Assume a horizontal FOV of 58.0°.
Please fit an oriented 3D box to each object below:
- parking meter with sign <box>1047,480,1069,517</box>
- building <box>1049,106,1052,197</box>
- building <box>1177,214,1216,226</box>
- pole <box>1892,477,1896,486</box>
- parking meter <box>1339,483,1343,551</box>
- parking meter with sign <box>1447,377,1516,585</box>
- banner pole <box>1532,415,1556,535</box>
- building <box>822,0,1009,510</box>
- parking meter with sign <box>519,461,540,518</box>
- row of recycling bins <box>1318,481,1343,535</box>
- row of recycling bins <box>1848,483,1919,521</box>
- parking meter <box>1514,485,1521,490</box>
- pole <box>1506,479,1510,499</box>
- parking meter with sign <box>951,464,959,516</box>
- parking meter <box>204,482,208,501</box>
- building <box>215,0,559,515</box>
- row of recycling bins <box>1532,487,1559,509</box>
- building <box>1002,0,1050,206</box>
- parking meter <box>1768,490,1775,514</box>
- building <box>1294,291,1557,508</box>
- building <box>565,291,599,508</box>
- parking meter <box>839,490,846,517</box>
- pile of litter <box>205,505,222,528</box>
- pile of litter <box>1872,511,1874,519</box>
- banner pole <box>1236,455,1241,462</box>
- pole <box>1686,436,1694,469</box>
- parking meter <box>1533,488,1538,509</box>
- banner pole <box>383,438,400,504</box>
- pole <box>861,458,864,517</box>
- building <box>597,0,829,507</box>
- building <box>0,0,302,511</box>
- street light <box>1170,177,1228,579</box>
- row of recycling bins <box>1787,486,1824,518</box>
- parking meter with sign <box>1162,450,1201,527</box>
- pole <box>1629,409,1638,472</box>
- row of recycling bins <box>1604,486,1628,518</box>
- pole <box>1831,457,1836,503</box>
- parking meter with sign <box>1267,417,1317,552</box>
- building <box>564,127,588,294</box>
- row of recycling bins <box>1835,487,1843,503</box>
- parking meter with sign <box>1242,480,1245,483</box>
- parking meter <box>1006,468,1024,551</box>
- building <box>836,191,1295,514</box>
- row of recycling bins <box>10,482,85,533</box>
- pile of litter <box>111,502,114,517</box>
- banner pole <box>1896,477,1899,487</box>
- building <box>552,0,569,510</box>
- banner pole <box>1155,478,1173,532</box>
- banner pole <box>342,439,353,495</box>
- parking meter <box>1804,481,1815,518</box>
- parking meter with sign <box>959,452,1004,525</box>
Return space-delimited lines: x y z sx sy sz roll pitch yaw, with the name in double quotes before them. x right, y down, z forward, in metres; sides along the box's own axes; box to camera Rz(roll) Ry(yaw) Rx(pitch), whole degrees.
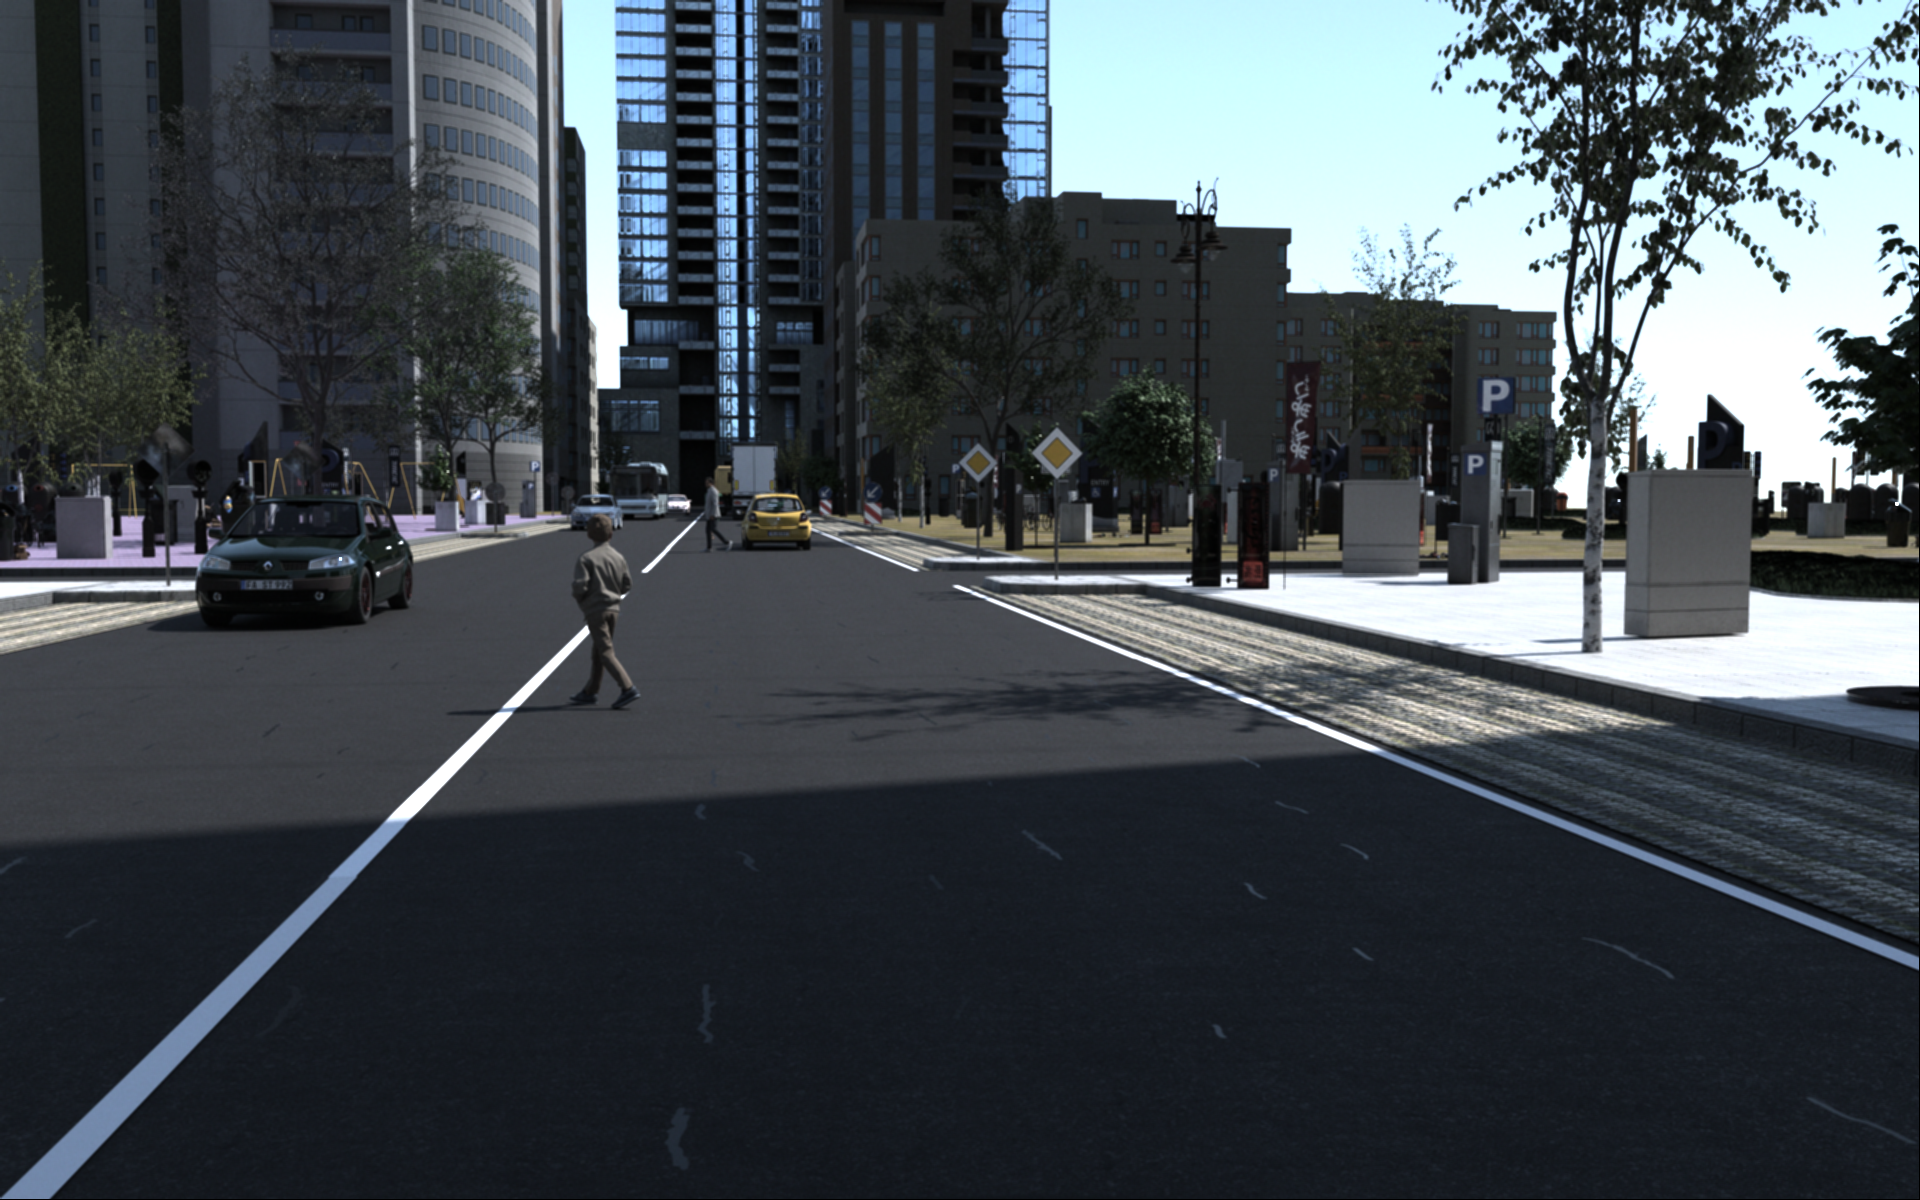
"parking meter with sign" 5.693 -6.117 96.279 1.738 3.016 0.543 0 4 1
"building" -1.460 -35.599 205.748 21.600 48.544 21.300 0 4 -8
"building" 17.913 -24.959 179.788 14.107 30.474 14.160 0 4 -8
"pole" 37.812 -4.666 70.124 0.158 3.312 0.155 0 3 0
"parking meter" 8.806 -1.892 39.350 0.372 1.533 0.369 0 3 0
"parking meter with sign" 7.571 -1.772 25.241 0.543 3.016 1.738 2 4 32
"banner pole" 18.424 -3.946 54.539 0.401 3.779 0.863 -2 4 -29
"building" -4.109 -30.255 144.772 14.600 45.320 14.200 0 4 -8
"parking meter with sign" -23.088 -5.899 92.715 0.543 3.016 1.738 -3 4 -38
"row of recycling bins" 12.451 -3.015 56.404 1.069 1.692 3.534 2 4 24
"row of recycling bins" 35.010 -3.506 64.434 3.534 1.692 1.069 3 4 37
"parking meter" 34.049 -6.121 105.781 0.399 1.863 0.255 0 4 2
"pole" 31.391 -6.442 99.165 0.158 3.312 0.155 0 3 0
"parking meter with sign" -0.019 -6.403 100.947 0.543 3.016 1.738 1 4 15
"parking meter" -37.718 -4.931 86.335 0.399 1.863 0.255 2 4 30
"building" -39.747 -35.228 117.983 21.231 58.520 28.212 0 4 -8
"row of recycling bins" 35.531 -6.015 105.454 1.069 1.692 3.534 0 4 2
"building" -3.025 -52.220 166.470 22.319 86.520 31.000 0 4 -8
"parking meter" 52.425 -6.330 111.913 0.372 1.533 0.369 0 3 0
"building" 40.207 -20.227 175.758 28.899 21.520 27.650 0 4 -8
"building" -49.982 -19.515 164.113 28.899 21.520 27.650 0 4 -8
"parking meter" -6.699 -5.526 98.757 0.372 1.533 0.369 0 3 0
"pile of litter" -28.919 -3.218 66.576 1.719 0.858 1.176 -1 4 -18
"pile of litter" 45.953 -4.500 87.548 1.176 0.858 1.719 0 4 -7
"banner pole" 17.709 -7.343 110.080 0.401 3.779 0.863 -1 4 -15
"pole" 25.520 -4.080 60.546 0.158 3.312 0.155 0 3 0
"parking meter" 33.444 -5.803 100.582 0.399 1.863 0.255 3 5 39
"banner pole" -25.578 -5.374 77.874 0.863 3.779 0.401 -2 4 -24
"pole" -5.516 -6.367 97.942 0.158 3.312 0.155 0 3 0
"building" -27.711 -54.351 201.315 31.000 86.520 22.319 0 4 -8
"building" -79.616 -37.895 161.575 28.212 58.520 21.231 0 4 -8
"street light" 3.517 -3.235 25.677 0.468 5.910 1.993 0 4 -8
"row of recycling bins" 41.264 -4.727 84.395 1.069 1.692 3.534 3 5 42
"parking meter with sign" 8.447 -4.323 66.948 1.738 3.016 0.543 -2 4 -28
"pole" 16.211 -2.930 41.746 0.158 3.312 0.155 0 3 0
"row of recycling bins" 34.449 -5.153 91.366 1.069 1.692 3.534 -1 4 -13
"pole" 48.106 -6.210 95.375 0.158 3.312 0.155 0 3 0
"parking meter with sign" 7.232 -2.608 38.903 1.738 3.016 0.543 -3 5 -41
"building" -49.430 -31.288 195.161 14.086 41.232 14.154 0 4 -8
"row of recycling bins" 56.025 -6.143 107.553 3.534 1.692 1.069 0 4 1
"parking meter with sign" 14.838 -5.886 92.495 1.738 3.016 0.543 1 4 23
"parking meter" 1.237 -2.048 39.201 0.255 1.863 0.399 3 5 40
"building" 5.849 -17.132 125.151 27.650 21.520 28.899 0 4 -8
"row of recycling bins" -31.206 -3.113 58.012 3.534 1.692 1.069 -1 4 -13
"pile of litter" -46.984 -4.966 95.166 1.176 0.858 1.719 1 4 13
"banner pole" 40.130 -5.145 74.135 0.401 3.779 0.863 3 4 36
"building" -39.584 -29.975 140.194 14.600 45.320 14.200 0 4 -8
"banner pole" 6.877 -4.204 58.749 0.401 3.779 0.863 -2 4 -35
"banner pole" -27.936 -5.450 79.127 0.401 3.779 0.863 1 4 20
"parking meter" 39.038 -4.520 79.611 0.255 1.863 0.399 -2 4 -26
"parking meter with sign" 0.931 -4.604 71.533 1.738 3.016 0.543 0 4 4
